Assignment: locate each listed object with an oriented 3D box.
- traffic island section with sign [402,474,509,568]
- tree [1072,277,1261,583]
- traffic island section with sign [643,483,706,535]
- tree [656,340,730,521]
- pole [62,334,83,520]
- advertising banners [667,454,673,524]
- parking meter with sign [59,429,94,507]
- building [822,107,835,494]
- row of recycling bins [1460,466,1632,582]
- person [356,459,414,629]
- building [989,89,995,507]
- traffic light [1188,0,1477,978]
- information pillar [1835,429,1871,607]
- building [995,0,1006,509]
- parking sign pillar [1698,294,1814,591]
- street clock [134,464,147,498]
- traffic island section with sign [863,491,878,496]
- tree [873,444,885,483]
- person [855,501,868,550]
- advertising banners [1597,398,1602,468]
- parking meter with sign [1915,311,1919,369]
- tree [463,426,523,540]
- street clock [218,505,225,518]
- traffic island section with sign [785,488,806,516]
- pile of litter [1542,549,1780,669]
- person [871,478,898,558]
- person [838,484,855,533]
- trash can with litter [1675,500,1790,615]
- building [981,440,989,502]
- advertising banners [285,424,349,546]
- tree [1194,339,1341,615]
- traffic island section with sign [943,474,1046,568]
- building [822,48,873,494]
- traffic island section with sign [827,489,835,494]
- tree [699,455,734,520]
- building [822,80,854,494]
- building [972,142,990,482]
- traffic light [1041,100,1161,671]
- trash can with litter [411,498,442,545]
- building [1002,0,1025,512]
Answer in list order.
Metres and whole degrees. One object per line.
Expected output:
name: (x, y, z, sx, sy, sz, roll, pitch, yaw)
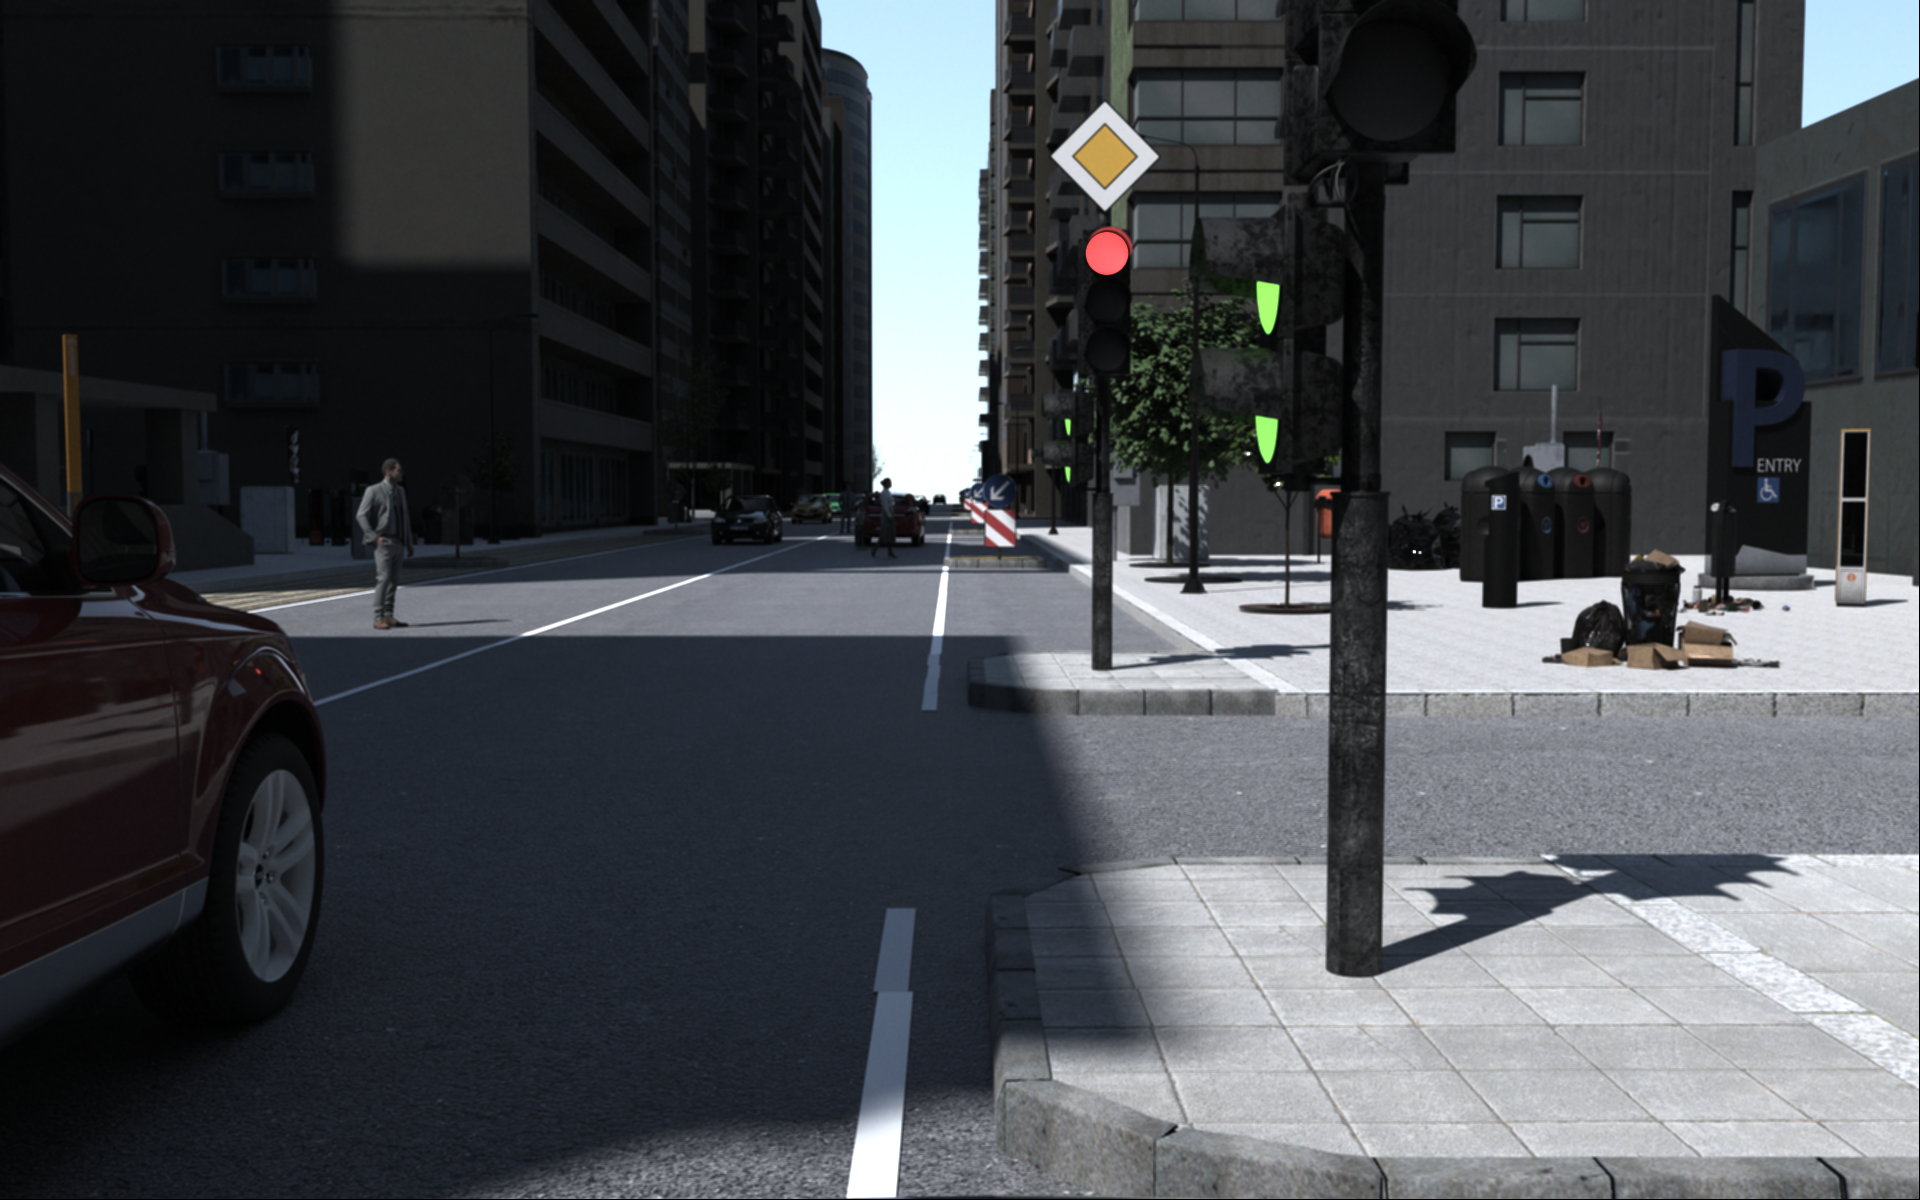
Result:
traffic island section with sign: (-9.995, -1.556, 34.074, 1.989, 1.847, 2.006, 0, 4, 0)
tree: (3.454, -2.556, 25.499, 4.285, 4.588, 4.351, 0, 3, 0)
traffic island section with sign: (-10.085, -3.228, 61.411, 1.989, 1.847, 2.006, 0, 4, 0)
tree: (-12.919, -8.067, 82.251, 4.737, 8.622, 4.395, 0, 3, 0)
pole: (-11.388, -1.738, 22.259, 0.158, 3.312, 0.155, 0, 3, 0)
advertising banners: (-12.533, -4.816, 74.929, 0.090, 3.025, 2.074, -1, 4, -15)
parking meter with sign: (-23.907, -3.033, 45.856, 1.738, 3.016, 0.543, -2, 4, -30)
building: (-20.365, -30.224, 177.759, 14.154, 41.232, 14.086, 0, 4, 0)
row of recycling bins: (8.869, -1.172, 26.269, 3.534, 1.692, 1.069, -2, 4, -35)
person: (-6.149, -0.612, 18.610, 0.391, 1.810, 0.635, 1, 4, 16)
building: (10.023, -30.260, 178.337, 14.154, 41.232, 14.086, 0, 4, 0)
traffic light: (1.043, -0.956, 4.552, 0.839, 4.253, 0.868, 0, 4, 0)
information pillar: (10.188, -0.934, 19.766, 0.304, 2.012, 0.304, 2, 4, 25)
building: (13.510, -37.101, 148.598, 21.231, 58.520, 28.212, 0, 4, 0)
parking sign pillar: (10.866, -2.145, 23.548, 1.447, 3.967, 1.447, -1, 4, -13)
street clock: (-19.777, -2.293, 42.060, 0.358, 2.002, 0.471, 1, 4, 10)
traffic island section with sign: (-10.495, -11.396, 194.958, 1.989, 1.847, 2.006, 0, 4, 0)
tree: (-12.683, -18.173, 247.492, 4.360, 8.622, 3.978, 0, 3, 0)
person: (-2.544, -1.932, 44.765, 0.332, 1.250, 0.352, -2, 4, -24)
advertising banners: (12.040, -2.234, 32.706, 0.090, 3.025, 2.074, 1, 4, 20)
parking meter with sign: (9.800, -1.206, 15.974, 0.543, 3.016, 1.738, -2, 4, -35)
tree: (-12.814, -3.301, 48.573, 1.663, 3.219, 1.824, 0, 3, 0)
street clock: (-16.319, -2.058, 38.214, 0.471, 2.002, 0.358, 3, 5, 45)
traffic island section with sign: (-10.238, -6.335, 112.208, 1.989, 1.847, 2.006, 0, 4, 0)
pile of litter: (5.326, 0.054, 13.090, 1.719, 0.858, 1.176, 1, 4, 22)
person: (-1.707, -1.851, 38.991, 0.641, 1.798, 0.478, 1, 4, 22)
person: (-4.189, -3.395, 64.114, 0.635, 1.810, 0.391, -1, 4, -16)
trash can with litter: (8.355, -0.507, 19.350, 1.678, 1.210, 2.233, 2, 4, 32)
building: (13.837, -54.255, 199.738, 22.319, 86.520, 31.000, 0, 4, 0)
advertising banners: (-16.007, -2.867, 43.057, 2.074, 3.025, 0.090, 2, 4, 28)
tree: (3.651, -1.476, 18.737, 1.663, 3.219, 1.824, 0, 3, 0)
traffic island section with sign: (0.667, -1.577, 34.408, 1.989, 1.847, 2.006, 0, 4, 0)
building: (-22.707, -41.971, 228.225, 21.231, 58.520, 28.212, 0, 4, 0)
traffic island section with sign: (-10.324, -8.013, 139.638, 1.989, 1.847, 2.006, 0, 4, 0)
tree: (-12.167, -5.603, 86.218, 1.663, 3.219, 1.824, 0, 3, 0)
building: (-19.447, -33.128, 191.754, 14.600, 45.320, 14.200, 0, 4, 0)
building: (13.607, -37.428, 231.552, 23.786, 49.044, 30.456, 0, 4, 0)
traffic light: (1.018, -1.444, 12.537, 0.839, 4.253, 0.868, 0, 4, 0)
trash can with litter: (-13.620, -1.989, 43.913, 1.055, 1.170, 0.624, -1, 4, -11)
building: (10.167, -29.171, 127.055, 14.600, 45.320, 14.200, 0, 4, 0)
